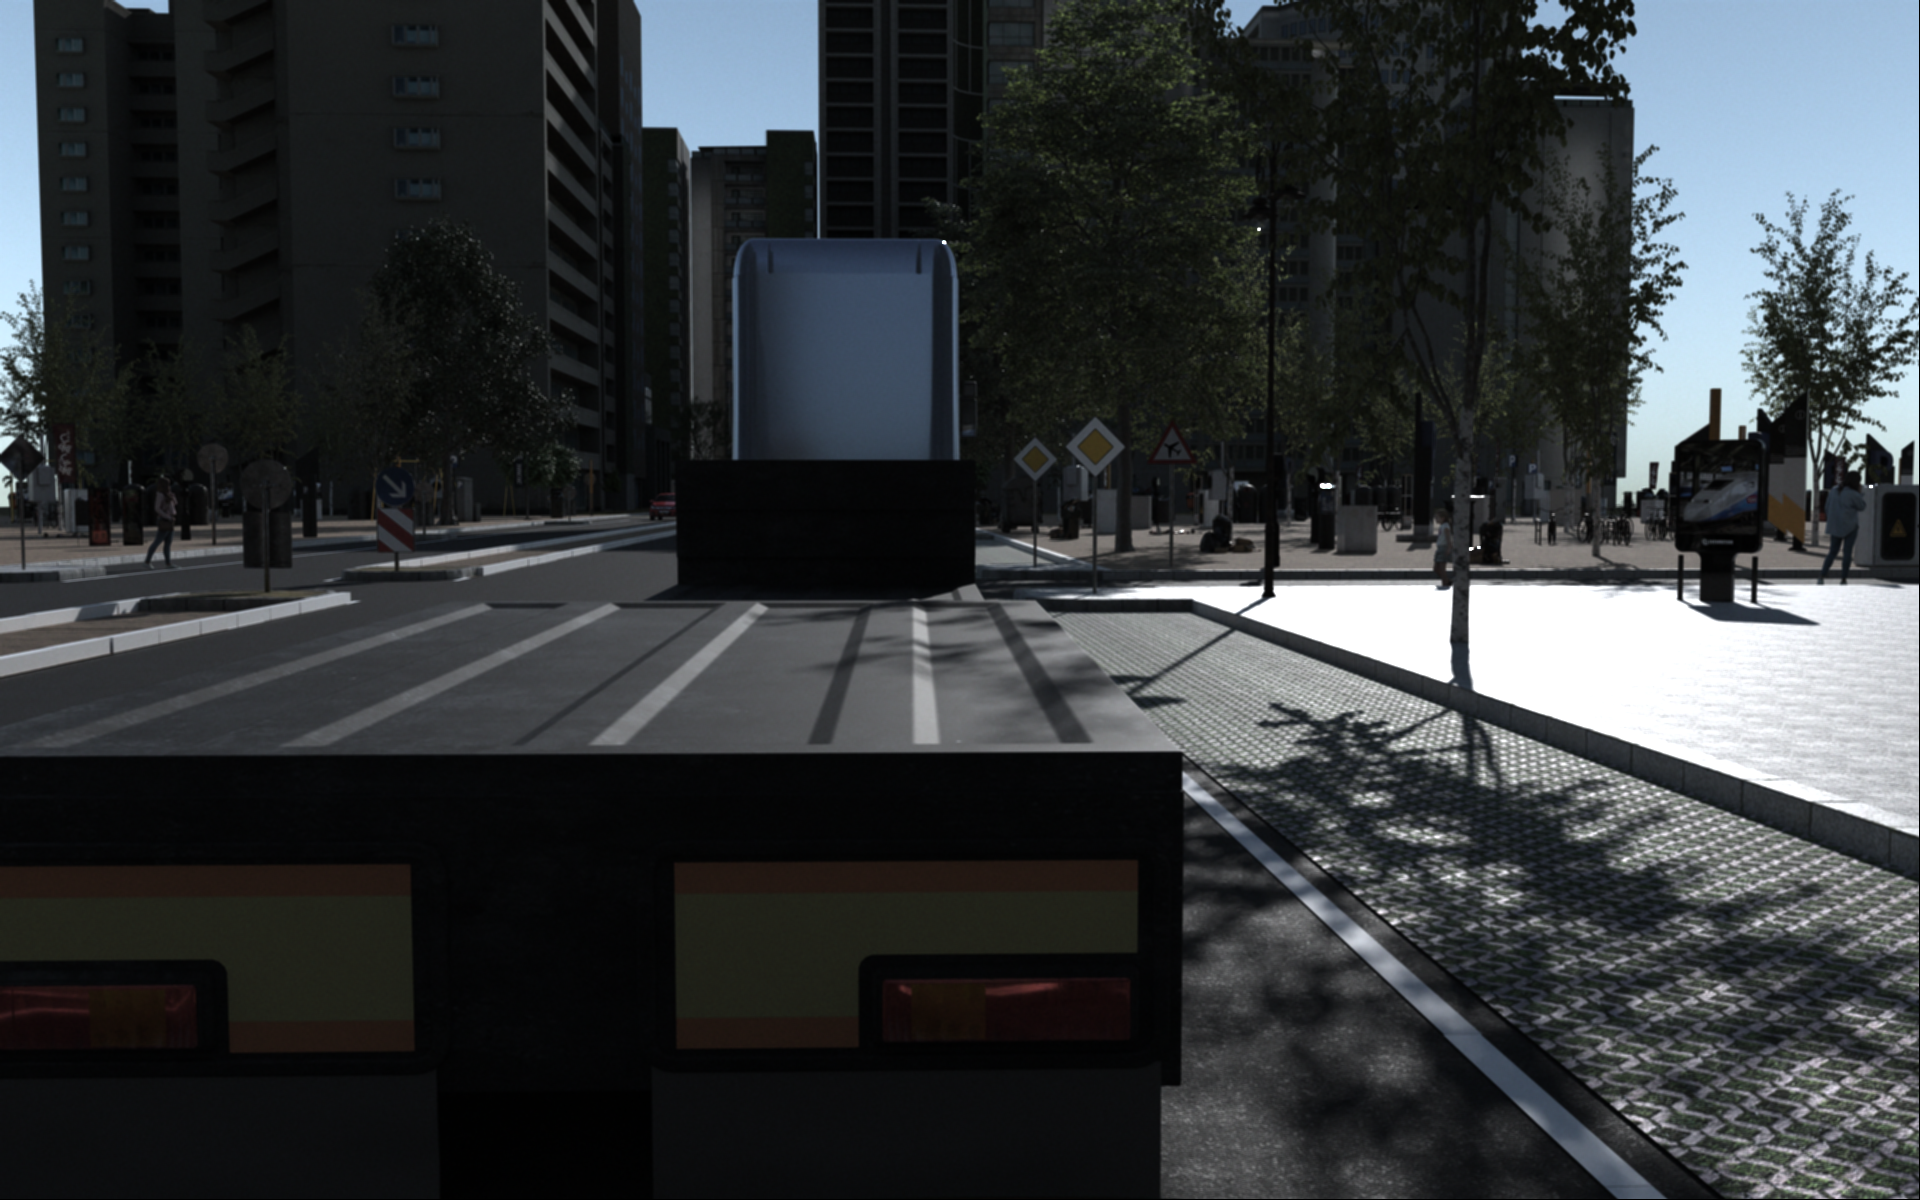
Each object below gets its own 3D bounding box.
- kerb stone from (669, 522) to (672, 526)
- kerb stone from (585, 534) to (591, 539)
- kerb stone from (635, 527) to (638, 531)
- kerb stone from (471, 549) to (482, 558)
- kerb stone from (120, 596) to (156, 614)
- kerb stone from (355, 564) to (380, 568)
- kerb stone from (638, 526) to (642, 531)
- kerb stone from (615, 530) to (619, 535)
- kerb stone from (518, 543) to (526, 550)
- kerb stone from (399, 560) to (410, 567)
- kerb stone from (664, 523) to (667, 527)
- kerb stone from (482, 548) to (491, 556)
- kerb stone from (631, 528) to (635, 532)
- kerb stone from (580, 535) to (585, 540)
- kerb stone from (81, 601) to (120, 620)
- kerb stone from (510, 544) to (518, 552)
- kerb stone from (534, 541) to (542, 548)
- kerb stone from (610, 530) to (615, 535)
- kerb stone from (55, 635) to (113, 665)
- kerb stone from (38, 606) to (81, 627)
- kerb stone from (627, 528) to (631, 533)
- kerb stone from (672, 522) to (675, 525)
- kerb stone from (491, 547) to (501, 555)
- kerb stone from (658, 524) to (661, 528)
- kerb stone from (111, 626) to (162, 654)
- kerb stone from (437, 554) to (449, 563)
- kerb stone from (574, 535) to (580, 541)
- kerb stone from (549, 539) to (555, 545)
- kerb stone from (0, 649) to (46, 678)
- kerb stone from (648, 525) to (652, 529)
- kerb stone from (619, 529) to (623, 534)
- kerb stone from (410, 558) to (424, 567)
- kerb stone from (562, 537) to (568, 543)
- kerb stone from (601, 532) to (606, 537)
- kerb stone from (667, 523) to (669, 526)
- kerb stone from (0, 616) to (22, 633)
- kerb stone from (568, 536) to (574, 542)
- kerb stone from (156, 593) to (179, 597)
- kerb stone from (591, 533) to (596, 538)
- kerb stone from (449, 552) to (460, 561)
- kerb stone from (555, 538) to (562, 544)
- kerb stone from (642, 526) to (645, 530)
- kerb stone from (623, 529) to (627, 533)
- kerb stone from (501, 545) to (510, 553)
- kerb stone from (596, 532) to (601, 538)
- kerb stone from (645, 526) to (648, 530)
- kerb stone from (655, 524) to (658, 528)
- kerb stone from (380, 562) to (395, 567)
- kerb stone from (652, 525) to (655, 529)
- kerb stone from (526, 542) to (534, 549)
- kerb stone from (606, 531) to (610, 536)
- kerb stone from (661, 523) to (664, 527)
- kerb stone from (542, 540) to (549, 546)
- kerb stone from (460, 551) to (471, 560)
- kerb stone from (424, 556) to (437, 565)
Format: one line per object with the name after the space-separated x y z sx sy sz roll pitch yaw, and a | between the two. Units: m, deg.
-13.006 -3.334 76.825 0.120 0.150 1.000 0 4 -3 | kerb stone
-11.807 -1.965 54.319 0.120 0.150 1.000 0 4 -3 | kerb stone
-12.400 -2.653 65.566 0.120 0.150 1.000 0 4 -3 | kerb stone
-10.978 -1.022 38.945 0.120 0.150 1.000 0 4 -3 | kerb stone
-10.037 0.074 20.981 0.120 0.150 1.000 0 4 -3 | kerb stone
-10.554 -0.520 30.758 0.120 0.150 1.000 0 4 -3 | kerb stone
-12.454 -2.711 66.593 0.120 0.150 1.000 0 4 -3 | kerb stone
-12.130 -2.340 60.448 0.120 0.150 1.000 0 4 -3 | kerb stone
-11.268 -1.333 44.071 0.120 0.150 1.000 0 4 -3 | kerb stone
-10.662 -0.649 32.806 0.120 0.150 1.000 0 4 -3 | kerb stone
-12.892 -3.216 74.772 0.120 0.150 1.000 0 4 -3 | kerb stone
-11.043 -1.086 39.966 0.120 0.150 1.000 0 4 -3 | kerb stone
-12.342 -2.585 64.537 0.120 0.150 1.000 0 4 -3 | kerb stone
-11.749 -1.901 53.291 0.120 0.150 1.000 0 4 -3 | kerb stone
-9.989 0.137 19.959 0.120 0.150 1.000 0 4 -3 | kerb stone
-11.201 -1.275 43.048 0.120 0.150 1.000 0 4 -3 | kerb stone
-11.360 -1.463 46.118 0.120 0.150 1.000 0 4 -3 | kerb stone
-12.074 -2.277 59.427 0.120 0.150 1.000 0 4 -3 | kerb stone
-7.618 0.443 14.956 0.120 0.150 1.000 0 4 -3 | kerb stone
-9.929 0.199 18.939 0.120 0.150 1.000 0 4 -3 | kerb stone
-12.290 -2.527 63.516 0.120 0.150 1.000 0 4 -3 | kerb stone
-13.054 -3.404 77.846 0.120 0.150 1.000 0 4 -3 | kerb stone
-11.099 -1.148 40.990 0.120 0.150 1.000 0 4 -3 | kerb stone
-12.783 -3.085 72.727 0.120 0.150 1.000 0 4 -3 | kerb stone
-7.659 0.380 15.985 0.120 0.150 1.000 0 4 -3 | kerb stone
-10.823 -0.830 35.876 0.120 0.150 1.000 0 4 -3 | kerb stone
-11.695 -1.839 52.266 0.120 0.150 1.000 0 4 -3 | kerb stone
-11.472 -1.588 48.167 0.120 0.150 1.000 0 4 -3 | kerb stone
-7.554 0.508 13.936 0.120 0.150 1.000 0 4 -3 | kerb stone
-12.614 -2.903 69.655 0.120 0.150 1.000 0 4 -3 | kerb stone
-12.186 -2.400 61.471 0.120 0.150 1.000 0 4 -3 | kerb stone
-10.715 -0.711 33.827 0.120 0.150 1.000 0 4 -3 | kerb stone
-11.590 -1.714 50.211 0.120 0.150 1.000 0 4 -3 | kerb stone
-11.964 -2.152 57.382 0.120 0.150 1.000 0 4 -3 | kerb stone
-12.945 -3.279 75.800 0.120 0.150 1.000 0 4 -3 | kerb stone
-9.864 0.269 17.916 0.120 0.150 1.000 0 4 -3 | kerb stone
-11.646 -1.773 51.245 0.120 0.150 1.000 0 4 -3 | kerb stone
-10.081 0.016 22.006 0.120 0.150 1.000 0 4 -3 | kerb stone
-11.861 -2.027 55.341 0.120 0.150 1.000 0 4 -3 | kerb stone
-10.877 -0.899 36.896 0.120 0.150 1.000 0 4 -3 | kerb stone
-11.534 -1.651 49.191 0.120 0.150 1.000 0 4 -3 | kerb stone
-12.513 -2.778 67.613 0.120 0.150 1.000 0 4 -3 | kerb stone
-12.240 -2.465 62.495 0.120 0.150 1.000 0 4 -3 | kerb stone
-11.150 -1.212 42.014 0.120 0.150 1.000 0 4 -3 | kerb stone
-11.920 -2.090 56.361 0.120 0.150 1.000 0 4 -3 | kerb stone
-12.572 -2.839 68.634 0.120 0.150 1.000 0 4 -3 | kerb stone
-12.734 -3.021 71.698 0.120 0.150 1.000 0 4 -3 | kerb stone
-10.603 -0.586 31.781 0.120 0.150 1.000 0 4 -3 | kerb stone
-12.676 -2.963 70.677 0.120 0.150 1.000 0 4 -3 | kerb stone
-11.313 -1.400 45.092 0.120 0.150 1.000 0 4 -3 | kerb stone
-12.024 -2.212 58.407 0.120 0.150 1.000 0 4 -3 | kerb stone
-12.841 -3.153 73.751 0.120 0.150 1.000 0 4 -3 | kerb stone
-11.419 -1.526 47.138 0.120 0.150 1.000 0 4 -3 | kerb stone
-10.934 -0.962 37.924 0.120 0.150 1.000 0 4 -3 | kerb stone
-10.764 -0.774 34.855 0.120 0.150 1.000 0 4 -3 | kerb stone
